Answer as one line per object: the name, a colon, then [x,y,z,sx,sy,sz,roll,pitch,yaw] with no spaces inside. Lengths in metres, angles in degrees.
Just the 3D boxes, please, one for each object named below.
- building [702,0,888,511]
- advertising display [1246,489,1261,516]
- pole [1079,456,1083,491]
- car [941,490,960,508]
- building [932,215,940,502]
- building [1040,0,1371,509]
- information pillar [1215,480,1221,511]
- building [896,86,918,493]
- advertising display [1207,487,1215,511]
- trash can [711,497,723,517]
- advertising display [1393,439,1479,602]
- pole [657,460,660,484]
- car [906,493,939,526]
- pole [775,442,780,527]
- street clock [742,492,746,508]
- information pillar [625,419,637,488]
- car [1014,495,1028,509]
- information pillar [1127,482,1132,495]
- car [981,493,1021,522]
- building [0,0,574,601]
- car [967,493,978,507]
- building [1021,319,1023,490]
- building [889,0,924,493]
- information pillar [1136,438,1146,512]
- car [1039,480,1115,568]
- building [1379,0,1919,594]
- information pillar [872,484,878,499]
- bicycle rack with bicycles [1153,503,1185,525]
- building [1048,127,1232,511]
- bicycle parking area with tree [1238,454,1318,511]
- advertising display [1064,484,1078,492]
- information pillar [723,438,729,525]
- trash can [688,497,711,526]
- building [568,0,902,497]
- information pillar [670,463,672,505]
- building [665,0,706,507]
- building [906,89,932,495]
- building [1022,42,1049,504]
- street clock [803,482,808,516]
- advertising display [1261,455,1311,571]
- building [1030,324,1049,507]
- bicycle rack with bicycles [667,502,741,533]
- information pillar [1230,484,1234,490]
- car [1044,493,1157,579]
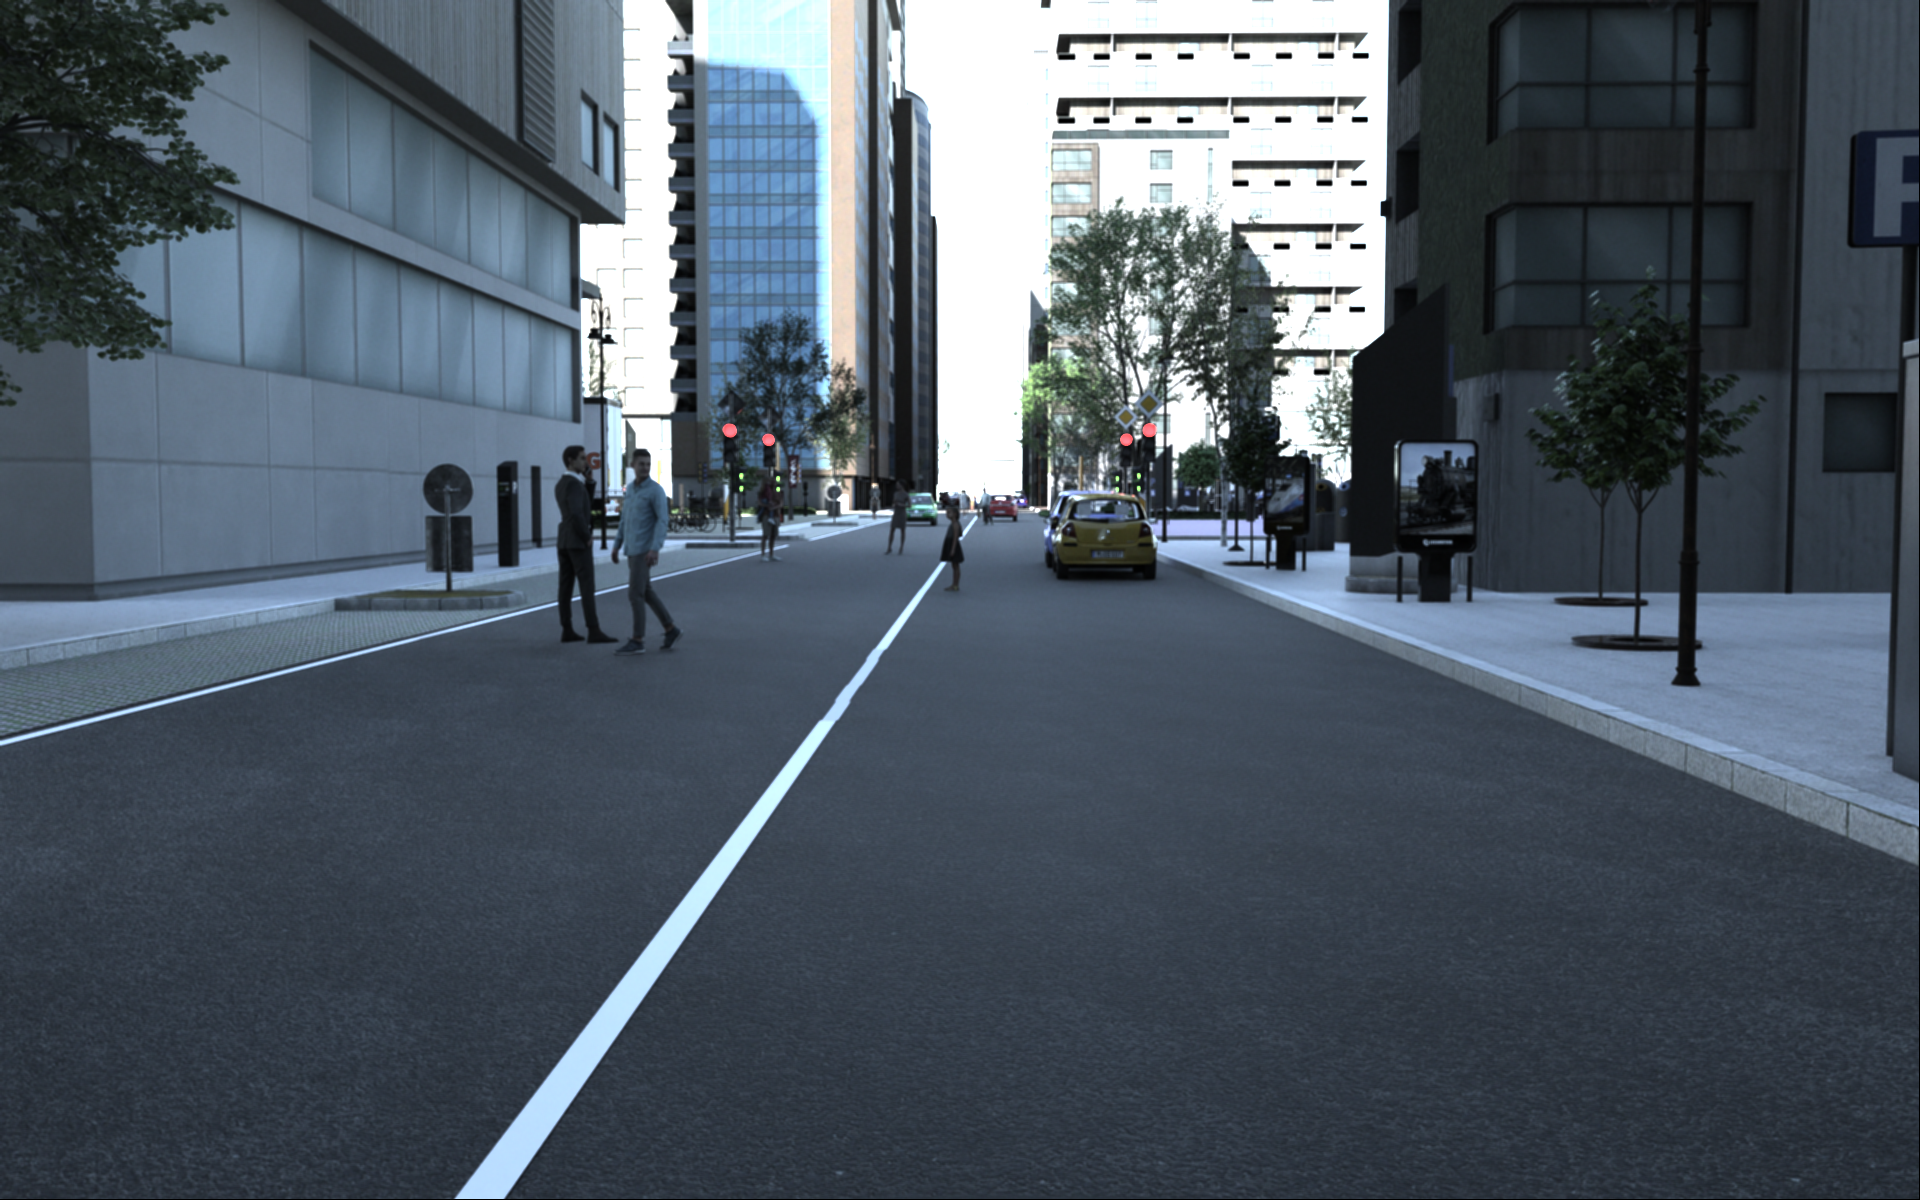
building: [-13.557,-30.615,150.661,14.600,45.320,14.200,0,4,1]
advertising display: [15.116,-5.106,88.700,0.974,1.923,0.123,-1,4,-17]
pole: [6.497,-6.060,92.916,0.158,3.312,0.155,0,3,0]
car: [-0.813,-10.222,175.799,2.281,1.827,5.304,0,3,0]
building: [-10.396,-37.907,269.892,14.600,45.320,14.200,0,4,1]
building: [22.046,-34.934,160.412,28.713,52.752,27.495,0,4,1]
information pillar: [13.367,-5.187,89.302,0.304,2.012,0.304,-1,4,-12]
building: [-11.885,-33.179,192.585,14.600,45.320,14.200,0,4,1]
advertising display: [16.894,-6.785,116.151,0.123,1.923,0.974,-2,4,-31]
trash can: [-13.557,-5.124,95.434,0.748,1.137,0.748,0,3,0]
advertising display: [5.636,-0.937,20.530,0.974,1.923,0.123,0,4,-4]
pole: [-17.917,-6.679,103.052,0.158,3.312,0.155,0,3,0]
car: [-1.945,-4.318,79.388,1.959,1.807,4.718,0,3,0]
pole: [-7.184,-4.542,68.111,0.158,3.312,0.155,0,3,0]
street clock: [-16.207,-7.670,129.970,0.358,2.002,0.471,-1,4,-11]
information pillar: [-10.352,-3.861,54.478,0.183,3.616,0.504,2,4,27]
car: [5.618,-9.403,166.312,1.945,1.354,3.894,0,4,0]
information pillar: [10.428,-6.234,106.414,0.304,2.012,0.304,1,4,17]
car: [2.144,-5.054,91.681,2.155,1.783,4.494,0,4,2]
building: [-22.323,-27.152,33.181,27.495,52.752,28.713,0,4,1]
car: [1.025,-10.801,186.191,1.945,1.707,3.694,0,4,1]
building: [17.011,-31.209,281.960,14.160,30.474,14.107,0,4,1]
building: [-15.125,-48.005,223.137,20.563,71.187,20.611,0,4,1]
information pillar: [6.788,-4.459,64.256,0.504,3.616,0.183,0,4,3]
car: [2.566,-1.554,35.004,1.945,1.707,3.694,0,4,2]
building: [14.194,-15.696,28.325,14.160,30.474,14.107,0,4,1]
information pillar: [-6.283,-7.550,127.928,0.304,2.012,0.304,-2,4,-32]
bicycle rack with bicycles: [7.646,-3.664,73.295,2.852,0.926,2.925,-1,4,-8]
building: [14.165,-22.555,140.475,14.160,30.474,14.107,0,4,1]
bicycle parking area with tree: [23.232,-8.449,125.135,8.231,4.147,9.016,1,4,16]
advertising display: [7.448,-6.809,116.545,0.974,1.923,0.123,-1,4,-14]
information pillar: [-9.843,-4.985,72.860,0.183,3.616,0.504,0,4,8]
trash can: [-10.436,-3.491,68.739,0.748,1.137,0.748,0,3,0]
building: [-20.608,-35.605,171.380,28.713,52.752,27.495,0,4,1]
information pillar: [-21.613,-8.451,129.532,0.183,3.616,0.504,-1,4,-19]
building: [-14.584,-29.749,136.505,14.600,45.320,14.200,0,4,1]
building: [-14.996,-43.187,248.101,21.231,58.520,28.212,0,4,1]
building: [19.627,-42.160,231.315,21.231,58.520,28.212,0,4,1]
street clock: [-8.931,-5.844,100.112,0.358,2.002,0.471,0,4,0]
advertising display: [5.519,-1.472,29.284,0.123,1.923,0.974,-2,4,-35]
building: [21.840,-21.131,190.537,27.650,21.520,28.899,0,4,1]
bicycle rack with bicycles: [-9.352,-2.749,58.326,2.925,0.926,2.852,-2,4,-33]
information pillar: [16.159,-6.815,102.782,0.183,3.616,0.504,-1,4,-12]
car: [2.508,-1.249,30.643,2.015,1.641,3.980,0,4,2]
